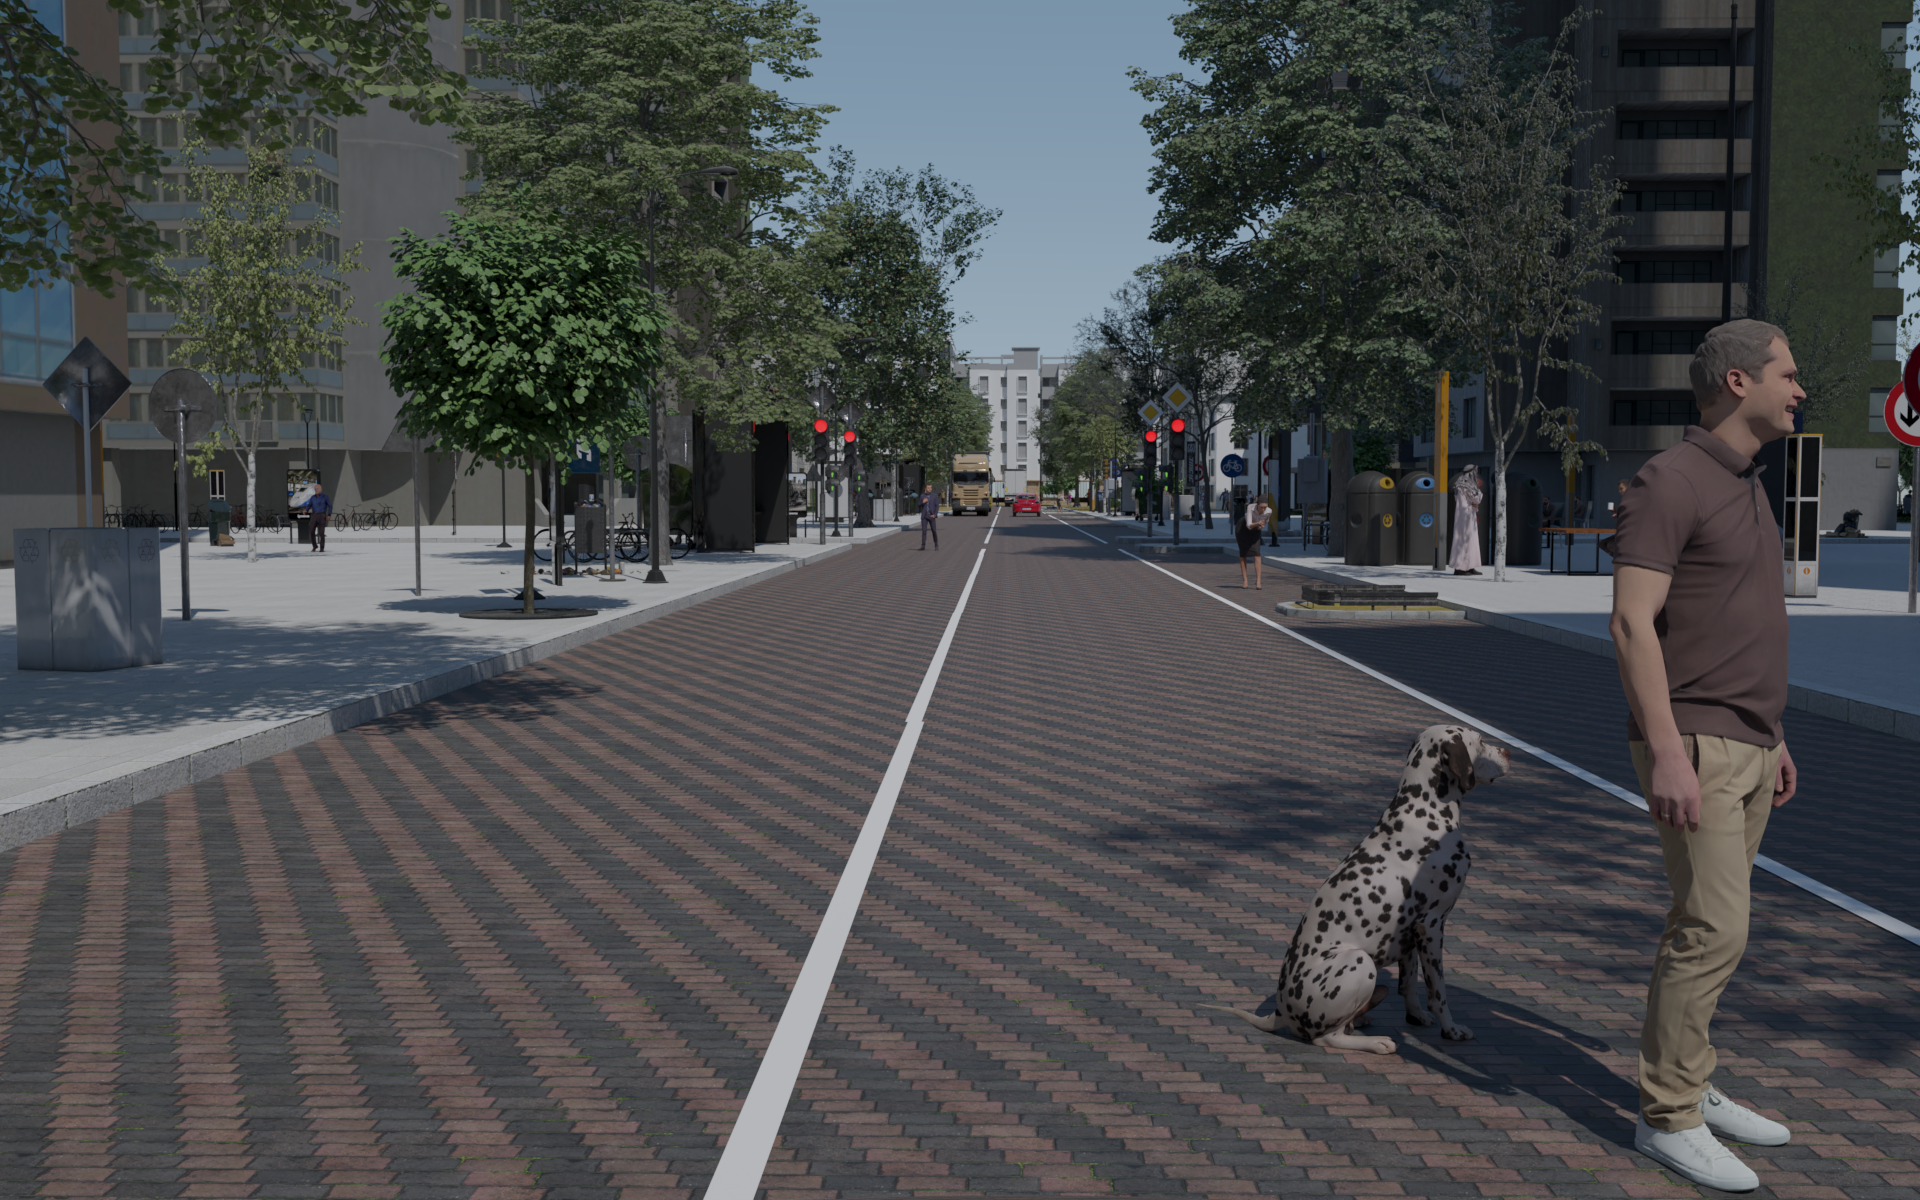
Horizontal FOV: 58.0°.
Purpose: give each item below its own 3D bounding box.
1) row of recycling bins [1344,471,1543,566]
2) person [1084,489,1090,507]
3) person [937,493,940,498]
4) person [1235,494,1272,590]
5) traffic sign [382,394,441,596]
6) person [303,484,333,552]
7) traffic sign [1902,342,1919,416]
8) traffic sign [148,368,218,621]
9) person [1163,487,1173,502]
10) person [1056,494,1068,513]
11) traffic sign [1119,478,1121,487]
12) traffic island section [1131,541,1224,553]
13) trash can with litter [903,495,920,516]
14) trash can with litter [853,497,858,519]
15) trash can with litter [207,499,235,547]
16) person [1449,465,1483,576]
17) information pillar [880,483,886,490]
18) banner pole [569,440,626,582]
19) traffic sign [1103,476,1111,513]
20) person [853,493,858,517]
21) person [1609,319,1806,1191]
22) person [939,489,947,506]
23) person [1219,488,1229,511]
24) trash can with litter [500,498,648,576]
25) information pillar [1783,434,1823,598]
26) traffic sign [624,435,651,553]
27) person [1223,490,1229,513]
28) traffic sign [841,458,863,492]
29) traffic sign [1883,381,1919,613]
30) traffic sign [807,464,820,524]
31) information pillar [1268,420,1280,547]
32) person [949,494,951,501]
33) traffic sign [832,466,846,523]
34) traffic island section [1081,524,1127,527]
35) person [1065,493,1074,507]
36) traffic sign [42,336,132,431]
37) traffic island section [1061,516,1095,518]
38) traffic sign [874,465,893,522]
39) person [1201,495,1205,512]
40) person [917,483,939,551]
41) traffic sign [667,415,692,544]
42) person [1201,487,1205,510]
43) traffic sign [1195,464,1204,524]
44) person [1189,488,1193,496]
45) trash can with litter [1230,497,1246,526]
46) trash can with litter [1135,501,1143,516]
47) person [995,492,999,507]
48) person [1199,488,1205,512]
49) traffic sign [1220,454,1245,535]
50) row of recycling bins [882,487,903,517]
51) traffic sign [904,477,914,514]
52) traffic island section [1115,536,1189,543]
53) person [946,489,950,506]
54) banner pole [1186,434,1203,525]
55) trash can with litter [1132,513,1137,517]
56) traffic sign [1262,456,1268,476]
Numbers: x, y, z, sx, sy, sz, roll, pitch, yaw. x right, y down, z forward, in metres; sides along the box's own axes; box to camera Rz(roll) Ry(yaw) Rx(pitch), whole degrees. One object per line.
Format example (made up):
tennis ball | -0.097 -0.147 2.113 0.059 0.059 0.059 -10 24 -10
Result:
row of recycling bins | 8.696 -1.475 31.237 3.534 1.692 1.069 0 4 -4
person | 13.138 -10.481 177.372 0.705 1.831 1.348 -2 4 -30
person | -2.433 -11.076 190.331 0.799 1.438 0.628 2 4 27
person | 4.409 -0.872 25.940 0.628 1.438 0.799 -3 5 -43
traffic sign | -6.805 -1.327 21.698 0.884 2.594 0.081 0 4 2
person | -14.214 -1.799 38.152 0.574 1.496 0.600 2 4 28
traffic sign | 7.630 -0.812 13.377 0.768 2.556 0.104 0 4 5
traffic sign | -7.858 -1.065 17.513 0.768 2.556 0.104 1 4 10
person | 13.035 -6.301 109.614 0.990 1.755 0.434 0 4 -3
person | 7.612 -7.205 129.496 0.799 1.438 0.628 -2 4 -30
traffic sign | 10.185 -6.466 107.852 0.606 2.300 0.079 1 4 9
traffic island section | 5.450 -1.298 43.501 2.009 0.180 2.903 0 4 2
trash can with litter | -3.135 -5.607 102.739 1.678 1.210 2.233 -1 4 -18
trash can with litter | -4.798 -4.886 90.939 2.233 1.210 1.678 -3 5 -41
trash can with litter | -18.103 -1.910 42.616 0.624 1.170 1.055 -3 5 -41
person | 7.983 -1.252 27.186 0.621 1.740 0.551 0 4 -5
information pillar | -4.949 -6.562 111.777 0.304 2.012 0.304 2 4 35
banner pole | -5.343 -2.161 25.343 0.863 3.779 0.401 -1 4 -10
traffic sign | 9.361 -6.603 107.966 0.884 2.594 0.081 0 4 2
person | -5.923 -5.647 98.812 0.568 1.767 0.683 2 4 26
person | 1.659 0.297 3.770 0.598 1.807 0.434 -2 4 -34
person | -1.813 -10.863 183.739 1.348 1.812 0.705 2 4 34
person | 20.591 -7.809 134.277 0.990 1.755 0.434 1 4 9
trash can with litter | -6.253 -1.024 27.803 2.233 1.210 1.678 1 4 11
information pillar | 10.386 -1.032 21.369 0.304 2.012 0.304 0 4 -4
traffic sign | -6.959 -2.286 37.488 0.768 2.556 0.104 0 4 3
person | 18.388 -6.799 119.267 0.516 1.574 0.319 0 4 4
traffic sign | -3.669 -3.585 58.725 0.768 2.556 0.104 0 4 2
traffic sign | 10.268 -1.131 18.597 0.768 2.556 0.104 0 4 5
traffic sign | -6.227 -4.489 73.392 0.884 2.594 0.081 1 4 9
information pillar | 7.619 -3.099 42.030 0.183 3.616 0.504 2 4 29
person | -1.127 -11.312 194.228 0.697 1.427 0.421 -1 4 -12
traffic sign | -5.416 -4.682 76.649 0.768 2.556 0.104 0 4 6
traffic island section | 6.308 -3.258 76.139 1.991 0.108 1.994 0 4 2
person | 11.241 -10.274 177.240 0.991 1.433 0.599 1 4 17
traffic sign | -7.303 -0.904 14.516 0.795 2.593 0.064 0 4 6
traffic island section | 7.014 -4.918 103.281 1.991 0.108 1.994 0 4 2
traffic sign | -3.462 -4.785 78.230 0.884 2.594 0.081 0 4 5
person | 16.828 -6.696 118.762 0.726 1.435 0.776 1 4 13
person | -0.802 -2.106 43.861 0.541 1.710 0.530 1 4 23
traffic sign | -6.757 -3.108 44.687 2.265 3.308 0.079 0 4 5
person | 19.714 -8.206 140.173 0.705 1.831 1.348 1 4 13
traffic sign | 9.931 -4.452 72.891 0.768 2.556 0.104 1 4 10
person | 18.557 -8.156 139.918 0.617 1.759 0.750 -3 5 -40
trash can with litter | 11.333 -3.614 70.482 0.624 1.170 1.055 1 4 13
trash can with litter | 10.039 -5.031 93.647 1.055 1.170 0.624 -2 4 -25
person | 4.251 -11.521 197.804 0.436 1.711 0.756 0 4 -4
person | 17.437 -7.178 124.122 0.841 1.734 0.376 0 4 8
traffic sign | 8.589 -3.337 54.664 0.768 2.556 0.104 1 4 8
row of recycling bins | -3.790 -5.542 97.724 1.069 1.692 3.534 0 4 6
traffic sign | -3.118 -6.352 105.989 0.606 2.300 0.079 1 4 9
traffic island section | 5.660 -1.786 51.483 2.009 0.180 2.903 0 4 2
person | -1.231 -10.587 179.104 0.705 1.831 1.348 -1 4 -12
banner pole | 9.717 -5.009 71.919 0.401 3.779 0.863 -3 5 -43
trash can with litter | 10.314 -5.173 95.628 2.233 1.210 1.678 3 5 42
traffic sign | 9.900 -3.332 54.582 0.768 2.556 0.104 0 4 7
